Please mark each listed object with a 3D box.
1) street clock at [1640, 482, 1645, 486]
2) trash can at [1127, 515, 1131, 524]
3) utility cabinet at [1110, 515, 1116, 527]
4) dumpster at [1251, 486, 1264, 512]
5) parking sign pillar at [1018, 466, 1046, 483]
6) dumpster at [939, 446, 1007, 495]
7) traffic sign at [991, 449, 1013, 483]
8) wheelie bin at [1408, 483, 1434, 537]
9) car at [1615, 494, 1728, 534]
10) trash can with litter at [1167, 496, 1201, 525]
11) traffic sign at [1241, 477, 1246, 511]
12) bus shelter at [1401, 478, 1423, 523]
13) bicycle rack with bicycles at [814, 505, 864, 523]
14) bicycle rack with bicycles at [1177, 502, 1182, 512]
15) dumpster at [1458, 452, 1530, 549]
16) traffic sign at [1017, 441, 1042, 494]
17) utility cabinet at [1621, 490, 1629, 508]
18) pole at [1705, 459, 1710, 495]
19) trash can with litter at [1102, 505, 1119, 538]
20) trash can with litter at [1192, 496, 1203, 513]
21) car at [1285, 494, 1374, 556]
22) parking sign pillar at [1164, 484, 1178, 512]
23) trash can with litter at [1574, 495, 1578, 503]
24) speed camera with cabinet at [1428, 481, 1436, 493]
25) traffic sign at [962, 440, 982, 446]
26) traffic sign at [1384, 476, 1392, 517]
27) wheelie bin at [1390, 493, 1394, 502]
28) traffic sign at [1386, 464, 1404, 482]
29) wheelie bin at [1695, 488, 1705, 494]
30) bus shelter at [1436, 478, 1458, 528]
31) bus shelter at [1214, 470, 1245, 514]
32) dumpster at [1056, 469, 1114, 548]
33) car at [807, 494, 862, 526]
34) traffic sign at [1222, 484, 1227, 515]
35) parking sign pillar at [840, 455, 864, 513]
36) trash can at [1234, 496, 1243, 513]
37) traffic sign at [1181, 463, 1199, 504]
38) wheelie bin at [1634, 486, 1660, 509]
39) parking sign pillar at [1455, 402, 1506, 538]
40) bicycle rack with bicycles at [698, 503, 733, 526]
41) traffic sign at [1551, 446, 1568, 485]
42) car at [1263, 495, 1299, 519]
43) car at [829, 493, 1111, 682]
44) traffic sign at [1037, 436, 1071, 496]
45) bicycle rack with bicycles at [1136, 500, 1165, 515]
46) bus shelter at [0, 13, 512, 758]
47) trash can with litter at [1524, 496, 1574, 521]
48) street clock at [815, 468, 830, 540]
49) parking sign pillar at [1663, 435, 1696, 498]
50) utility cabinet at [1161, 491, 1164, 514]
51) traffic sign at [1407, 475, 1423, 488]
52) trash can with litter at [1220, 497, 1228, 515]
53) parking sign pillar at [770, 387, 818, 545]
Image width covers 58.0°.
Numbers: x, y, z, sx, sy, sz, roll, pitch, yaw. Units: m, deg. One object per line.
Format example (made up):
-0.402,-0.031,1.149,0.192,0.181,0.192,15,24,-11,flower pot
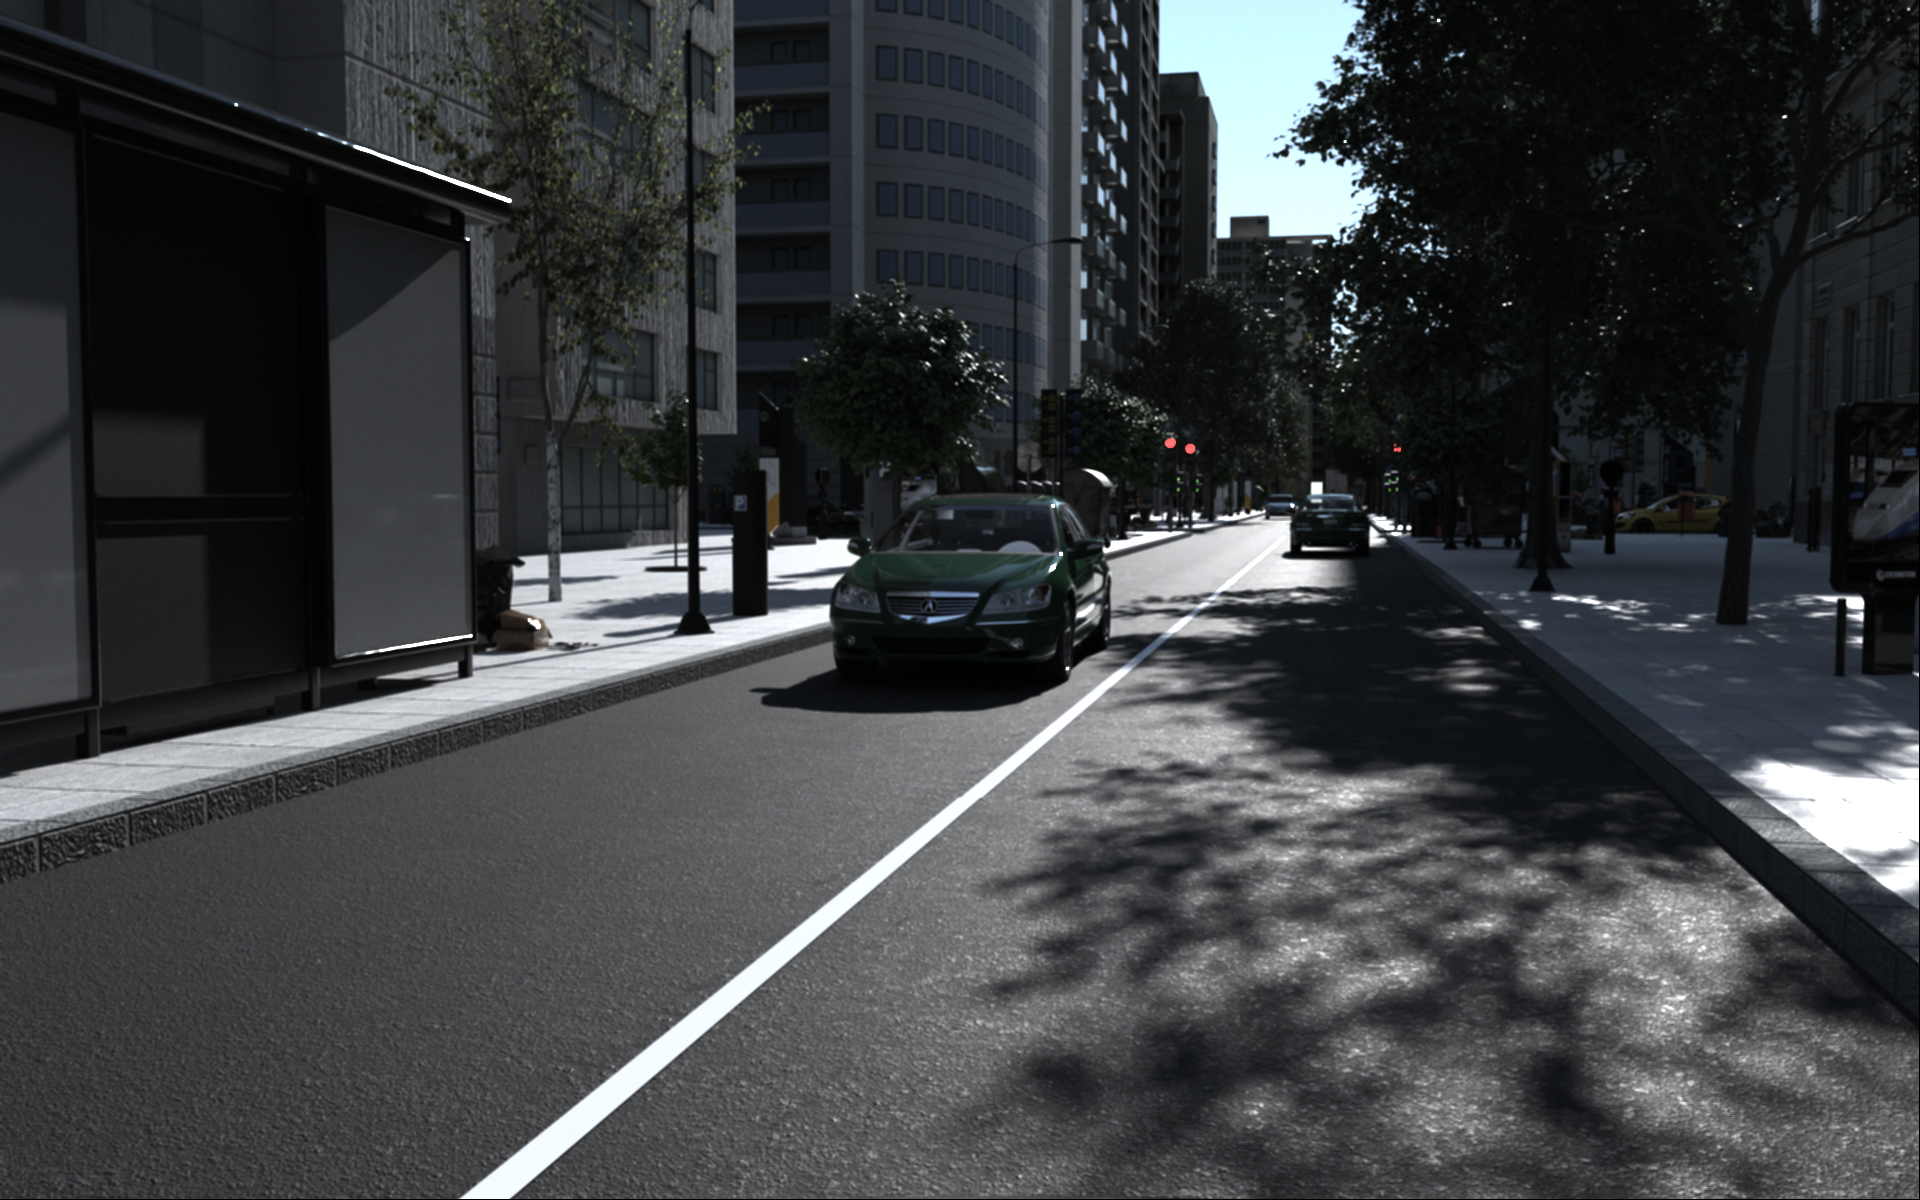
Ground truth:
41.763,-6.202,105.978,0.358,2.002,0.471,0,4,7,street clock
6.680,-3.614,70.737,0.748,1.137,0.748,0,3,0,trash can
5.610,-3.419,67.058,1.020,1.237,0.306,1,4,15,utility cabinet
21.075,-7.231,123.987,1.264,1.857,1.865,1,4,12,dumpster
3.175,-5.414,76.986,1.447,3.967,1.447,2,4,30,parking sign pillar
0.019,-1.966,34.635,1.502,2.255,1.985,1,4,12,dumpster
0.981,-2.260,39.073,0.606,2.300,0.079,1,4,20,traffic sign
13.729,-2.659,51.389,0.693,1.594,0.980,-1,4,-13,wheelie bin
24.198,-2.951,58.471,3.980,1.641,2.015,1,4,13,car
9.185,-3.730,72.046,1.678,1.210,2.233,1,4,18,trash can with litter
21.055,-7.805,127.713,0.768,2.556,0.104,1,4,19,traffic sign
21.344,-6.263,80.031,2.179,5.291,8.768,1,4,12,bus shelter
-3.170,-2.789,58.982,2.925,0.926,2.852,3,5,43,bicycle rack with bicycles
15.765,-6.961,127.191,2.925,0.926,2.852,-2,4,-25,bicycle rack with bicycles
12.657,-2.363,41.126,1.502,2.255,1.985,1,4,12,dumpster
1.630,-2.519,41.298,0.768,2.556,0.104,1,4,20,traffic sign
39.344,-5.742,102.559,0.318,1.500,1.173,1,4,12,utility cabinet
29.273,-4.526,67.849,0.158,3.312,0.155,0,3,0,pole
4.227,-2.427,51.068,0.624,1.170,1.055,2,4,32,trash can with litter
16.098,-6.396,115.961,1.055,1.170,0.624,-3,4,-38,trash can with litter
8.915,-1.835,41.804,2.131,1.459,4.920,1,4,11,car
15.108,-8.292,124.047,1.447,3.967,1.447,2,4,27,parking sign pillar
32.420,-4.931,91.682,1.678,1.210,2.233,1,4,22,trash can with litter
20.296,-4.905,74.526,0.660,3.252,2.038,0,4,5,speed camera with cabinet
0.194,-2.435,39.912,0.768,2.556,0.104,1,4,16,traffic sign
22.929,-5.622,92.022,0.768,2.556,0.104,1,4,17,traffic sign
27.688,-6.258,110.219,0.980,1.594,0.693,-3,5,-42,wheelie bin
17.703,-4.296,70.353,0.768,2.556,0.104,1,4,15,traffic sign
38.187,-5.000,89.651,0.980,1.594,0.693,3,4,36,wheelie bin
18.824,-4.564,65.905,1.731,3.624,6.357,1,4,12,bus shelter
17.642,-7.338,113.899,2.014,3.302,5.546,1,4,12,bus shelter
2.834,-2.113,40.311,1.264,1.857,1.865,1,4,12,dumpster
-5.661,-3.362,64.757,4.222,1.686,2.009,1,4,11,car
15.794,-6.356,104.033,0.768,2.556,0.104,1,4,22,traffic sign
-4.255,-5.067,71.316,1.447,3.967,1.447,0,4,7,parking sign pillar
18.892,-6.507,118.039,0.748,1.137,0.748,0,3,0,trash can
9.151,-4.222,69.131,0.768,2.556,0.104,1,4,17,traffic sign
27.540,-3.757,69.342,0.980,1.594,0.693,0,4,-7,wheelie bin
15.378,-3.828,51.061,1.447,3.967,1.447,1,4,12,parking sign pillar
-9.926,-3.521,70.947,2.852,0.926,2.925,0,4,2,bicycle rack with bicycles
14.151,-2.463,41.460,0.795,2.450,0.064,1,4,20,traffic sign
18.445,-5.357,99.592,2.014,1.417,4.499,1,4,10,car
0.226,-0.187,14.853,2.131,1.459,4.920,1,4,11,car
2.056,-2.316,37.970,0.768,2.556,0.104,1,4,18,traffic sign
10.431,-5.648,105.721,2.852,0.926,2.925,-1,4,-23,bicycle rack with bicycles
-5.088,-1.857,7.989,2.179,5.291,8.768,1,4,12,bus shelter
27.393,-4.303,81.408,1.678,1.210,2.233,-1,4,-8,trash can with litter
-3.877,-2.713,48.921,0.358,2.002,0.471,-2,4,-32,street clock
31.775,-5.384,76.502,1.447,3.967,1.447,0,4,-5,parking sign pillar
12.437,-6.057,107.715,0.318,1.500,1.173,1,4,16,utility cabinet
17.270,-4.008,65.539,0.884,2.594,0.081,1,4,16,traffic sign
16.586,-5.897,107.806,0.624,1.170,1.055,-2,4,-26,trash can with litter
-4.373,-3.419,44.369,1.447,3.967,1.447,-2,4,-29,parking sign pillar
